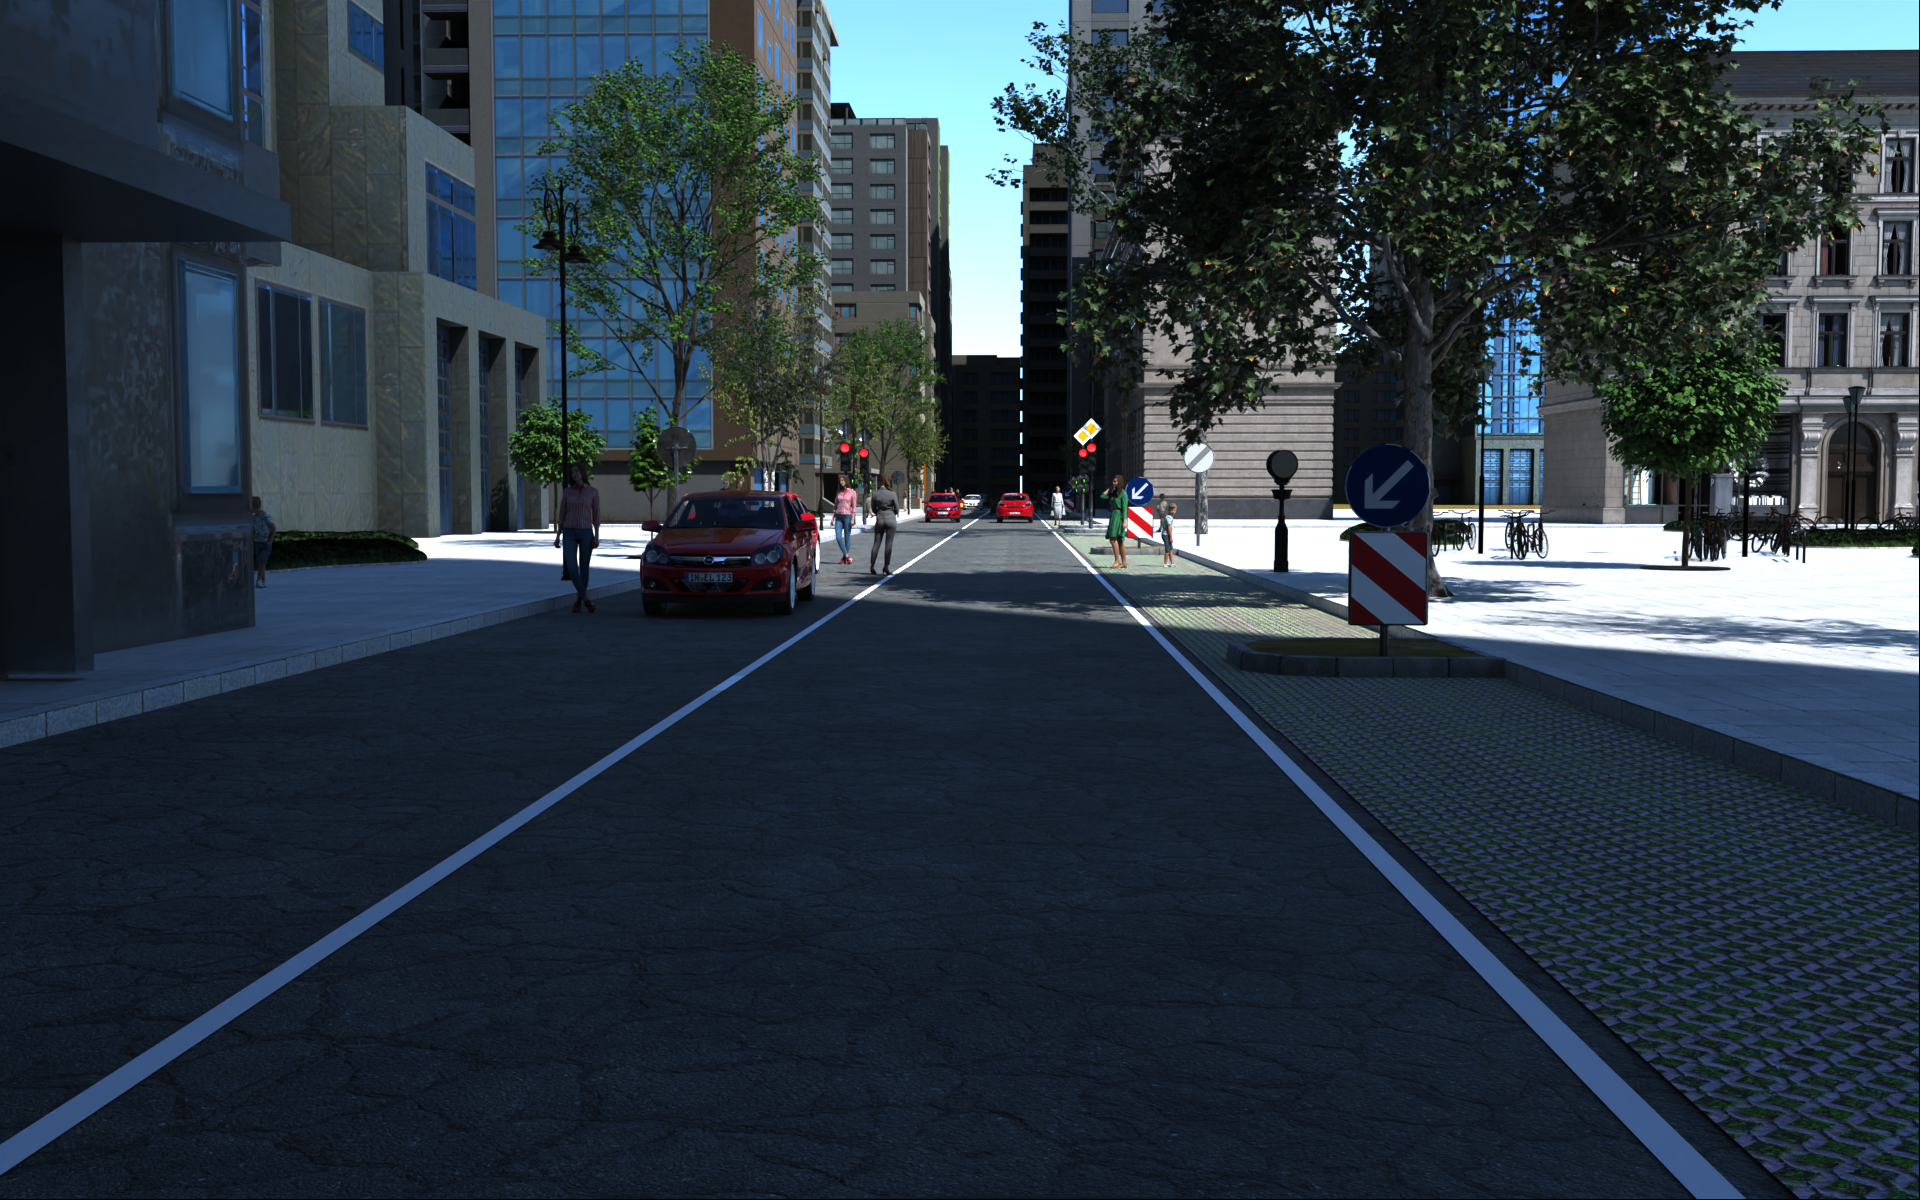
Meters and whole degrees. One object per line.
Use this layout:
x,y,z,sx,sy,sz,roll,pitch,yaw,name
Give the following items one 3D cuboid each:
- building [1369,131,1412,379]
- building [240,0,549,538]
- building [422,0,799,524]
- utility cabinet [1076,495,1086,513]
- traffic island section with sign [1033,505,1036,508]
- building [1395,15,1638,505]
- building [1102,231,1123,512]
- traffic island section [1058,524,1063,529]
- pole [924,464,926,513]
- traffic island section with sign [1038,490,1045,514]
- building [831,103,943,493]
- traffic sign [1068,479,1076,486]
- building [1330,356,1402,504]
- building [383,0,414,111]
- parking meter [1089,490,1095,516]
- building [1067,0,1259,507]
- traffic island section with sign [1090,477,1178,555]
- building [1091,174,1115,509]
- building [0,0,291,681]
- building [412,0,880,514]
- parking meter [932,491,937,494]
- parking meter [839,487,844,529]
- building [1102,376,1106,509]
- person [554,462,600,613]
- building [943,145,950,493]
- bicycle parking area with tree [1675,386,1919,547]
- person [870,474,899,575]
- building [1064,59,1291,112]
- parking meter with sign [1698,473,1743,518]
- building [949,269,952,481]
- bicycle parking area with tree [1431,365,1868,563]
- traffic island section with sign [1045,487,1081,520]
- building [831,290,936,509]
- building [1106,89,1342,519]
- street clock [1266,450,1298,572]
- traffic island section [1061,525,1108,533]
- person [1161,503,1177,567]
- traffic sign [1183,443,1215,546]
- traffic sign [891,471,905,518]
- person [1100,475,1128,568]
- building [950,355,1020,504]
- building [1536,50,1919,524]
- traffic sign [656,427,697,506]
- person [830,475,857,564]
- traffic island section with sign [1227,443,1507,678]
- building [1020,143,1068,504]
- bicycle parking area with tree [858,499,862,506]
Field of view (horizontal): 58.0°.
73.069,-39.990,243.072,27.495,52.752,28.713,0,4,2,building
-30.925,-45.111,50.233,31.000,86.520,22.319,0,4,2,building
-15.228,-26.247,79.246,14.600,45.320,14.200,0,4,2,building
8.338,-6.617,119.344,0.306,1.237,1.020,2,4,29,utility cabinet
8.426,-10.147,174.530,1.989,1.847,2.006,0,4,2,traffic island section with sign
70.329,-54.731,207.521,31.000,86.520,22.319,0,4,2,building
15.615,-17.148,116.524,11.583,22.565,21.152,0,4,2,building
5.126,-3.052,72.188,2.009,0.180,2.903,0,4,2,traffic island section
-2.394,-7.606,118.203,0.158,3.312,0.155,0,3,0,pole
6.802,-7.047,123.840,1.989,1.847,2.006,0,4,2,traffic island section with sign
-9.400,-30.556,183.185,14.154,41.232,14.086,0,4,2,building
8.863,-8.299,135.421,0.795,2.593,0.064,0,4,6,traffic sign
44.874,-24.432,244.505,28.899,21.520,27.650,0,4,2,building
-35.036,-19.011,82.536,14.107,30.474,14.160,0,4,2,building
7.609,-5.601,99.995,0.372,1.533,0.369,0,3,0,parking meter
21.650,-38.950,178.837,21.231,58.520,28.212,0,4,2,building
4.126,-1.999,41.317,1.989,1.847,2.006,0,4,2,traffic island section with sign
19.007,-23.664,158.603,14.160,30.474,14.107,0,4,2,building
-16.779,-23.431,2.713,23.786,49.044,30.456,0,4,2,building
-21.847,-26.215,120.501,32.217,40.220,23.993,0,4,2,building
-2.017,-7.819,136.248,0.372,1.533,0.369,0,3,0,parking meter
-4.233,-3.544,63.654,0.399,1.863,0.255,0,4,-3,parking meter
16.760,-18.848,137.037,11.050,23.489,19.941,0,4,2,building
-4.637,-0.762,20.972,0.555,1.821,0.388,-1,4,-13,person
-8.456,-31.438,197.600,14.154,41.232,14.086,0,4,2,building
24.861,-3.771,48.651,9.016,4.147,8.231,3,4,39,bicycle parking area with tree
-1.336,-1.342,30.716,0.520,1.790,0.573,0,4,-3,person
27.103,-37.772,206.813,28.713,52.752,27.495,0,4,2,building
28.208,-4.150,64.119,1.738,3.016,0.543,0,4,-2,parking meter with sign
-8.006,-27.157,215.719,14.107,30.474,14.160,0,4,2,building
13.708,-3.017,36.332,8.231,4.147,9.016,2,4,35,bicycle parking area with tree
5.935,-5.399,96.899,1.989,1.847,2.006,0,4,2,traffic island section with sign
-16.782,-19.420,162.560,27.650,21.520,28.899,0,4,2,building
14.338,-16.339,96.019,11.050,23.489,19.941,0,4,2,building
5.287,-1.462,28.466,0.471,2.002,0.358,-1,4,-10,street clock
4.869,-2.564,64.207,2.009,0.180,2.903,0,4,2,traffic island section
4.102,-1.266,33.891,0.352,1.250,0.332,3,5,40,person
5.865,-2.599,42.593,0.768,2.556,0.104,0,4,3,traffic sign
-3.386,-5.771,94.469,0.768,2.556,0.104,0,4,5,traffic sign
3.045,-1.496,33.201,0.529,1.795,0.600,-3,4,-38,person
-5.918,-24.528,246.069,28.899,21.520,27.650,0,4,2,building
28.738,-13.836,77.121,40.483,20.767,10.553,0,4,2,building
-5.361,-1.997,32.756,0.768,2.556,0.104,0,4,3,traffic sign
-2.389,-1.644,35.390,0.555,1.821,0.388,1,4,13,person
3.274,-0.352,14.375,1.989,1.847,2.006,0,4,2,traffic island section with sign
19.237,-37.811,241.904,21.600,48.544,21.300,0,4,2,building
-11.624,-9.353,139.927,8.231,4.147,9.016,-1,4,-16,bicycle parking area with tree
